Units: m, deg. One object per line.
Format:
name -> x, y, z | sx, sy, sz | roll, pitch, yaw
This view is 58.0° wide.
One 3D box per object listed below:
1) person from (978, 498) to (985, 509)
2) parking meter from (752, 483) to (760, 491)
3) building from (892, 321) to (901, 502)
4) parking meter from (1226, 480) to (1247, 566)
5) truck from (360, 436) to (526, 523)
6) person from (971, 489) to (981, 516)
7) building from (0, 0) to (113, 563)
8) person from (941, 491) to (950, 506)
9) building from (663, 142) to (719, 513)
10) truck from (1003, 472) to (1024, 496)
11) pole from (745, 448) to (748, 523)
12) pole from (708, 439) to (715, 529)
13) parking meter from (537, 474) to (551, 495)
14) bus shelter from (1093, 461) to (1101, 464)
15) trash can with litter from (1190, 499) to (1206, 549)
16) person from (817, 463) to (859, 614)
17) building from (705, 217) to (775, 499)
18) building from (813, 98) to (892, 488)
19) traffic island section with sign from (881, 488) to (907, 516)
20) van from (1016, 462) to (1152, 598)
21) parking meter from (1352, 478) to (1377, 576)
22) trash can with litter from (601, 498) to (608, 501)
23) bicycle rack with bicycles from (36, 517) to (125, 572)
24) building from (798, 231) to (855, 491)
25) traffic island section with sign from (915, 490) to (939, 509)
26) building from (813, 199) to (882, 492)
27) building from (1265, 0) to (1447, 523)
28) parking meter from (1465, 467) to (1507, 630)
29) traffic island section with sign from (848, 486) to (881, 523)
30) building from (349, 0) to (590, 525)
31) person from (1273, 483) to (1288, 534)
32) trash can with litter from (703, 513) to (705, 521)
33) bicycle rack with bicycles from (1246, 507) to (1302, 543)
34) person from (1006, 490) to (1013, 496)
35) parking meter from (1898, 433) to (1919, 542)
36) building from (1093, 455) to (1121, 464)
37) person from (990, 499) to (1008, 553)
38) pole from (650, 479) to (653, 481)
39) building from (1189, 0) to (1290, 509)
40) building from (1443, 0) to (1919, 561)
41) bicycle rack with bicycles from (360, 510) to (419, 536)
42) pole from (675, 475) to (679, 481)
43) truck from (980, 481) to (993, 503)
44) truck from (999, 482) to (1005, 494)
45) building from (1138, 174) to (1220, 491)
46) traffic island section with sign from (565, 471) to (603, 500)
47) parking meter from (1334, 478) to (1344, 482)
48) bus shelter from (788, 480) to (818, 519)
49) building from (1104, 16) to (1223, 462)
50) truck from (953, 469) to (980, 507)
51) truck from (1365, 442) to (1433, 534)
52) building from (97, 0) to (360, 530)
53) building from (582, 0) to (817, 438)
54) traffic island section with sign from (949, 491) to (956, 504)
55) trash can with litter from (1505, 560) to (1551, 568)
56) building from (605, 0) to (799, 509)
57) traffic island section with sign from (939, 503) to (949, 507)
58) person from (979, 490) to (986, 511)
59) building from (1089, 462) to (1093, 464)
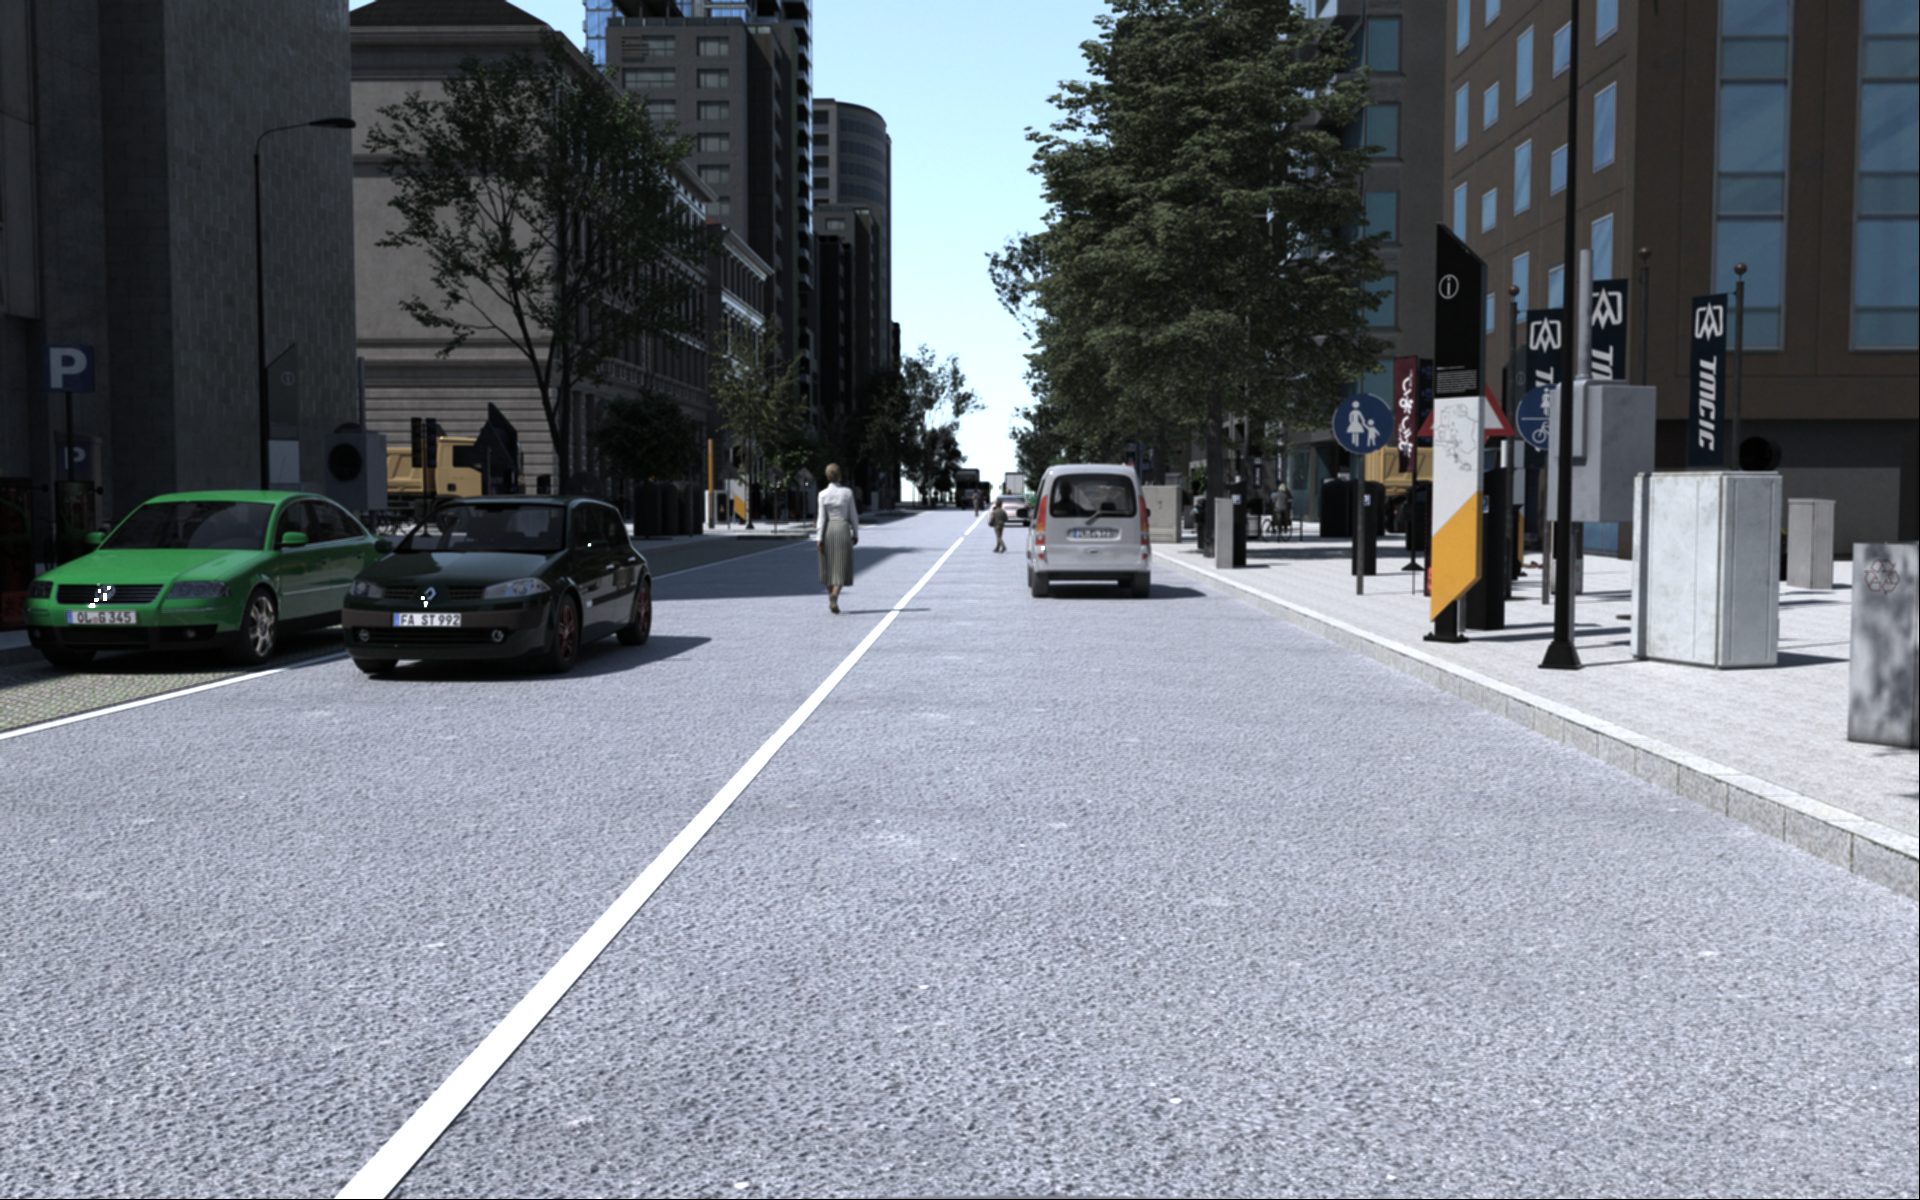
person -> 2.003, -9.553, 165.635 | 0.756, 1.711, 0.436 | 1, 4, 20
parking meter -> -10.472, -5.081, 88.787 | 0.399, 1.863, 0.255 | 3, 5, 44
building -> -16.986, -31.127, 280.620 | 14.160, 30.474, 14.107 | 0, 4, 1
parking meter -> 4.940, -1.382, 31.001 | 0.372, 1.533, 0.369 | 0, 3, 0
truck -> -19.003, -3.857, 58.979 | 9.791, 3.379, 3.469 | 0, 4, 2
person -> 1.042, -6.292, 111.738 | 0.716, 1.782, 0.532 | -3, 5, -40
building -> -22.959, -12.579, 23.694 | 12.078, 24.808, 19.932 | 0, 4, 1
person -> -1.849, -12.448, 212.112 | 1.350, 1.814, 0.705 | 2, 4, 31
building -> -21.115, -16.638, 100.903 | 11.050, 23.489, 19.941 | 0, 4, 1
truck -> 7.132, -14.637, 228.226 | 2.839, 4.237, 11.283 | 0, 4, 1
pole -> -9.591, -5.109, 77.379 | 0.158, 3.312, 0.155 | 0, 3, 0
pole -> -9.219, -4.303, 64.194 | 0.158, 3.312, 0.155 | 0, 3, 0
parking meter -> -12.104, -2.733, 50.400 | 0.255, 1.863, 0.399 | 1, 4, 21
bus shelter -> 7.382, -6.521, 100.546 | 2.014, 3.302, 5.546 | 0, 4, 2
trash can with litter -> 5.930, -1.765, 40.242 | 1.055, 1.170, 0.624 | -2, 4, -24
person -> -1.486, -0.733, 20.705 | 0.478, 1.798, 0.641 | 1, 4, 11
building -> -20.126, -17.447, 121.420 | 11.583, 22.565, 21.152 | 0, 4, 1
building -> -21.567, -43.817, 258.413 | 21.231, 58.520, 28.212 | 0, 4, 1
traffic island section with sign -> -4.472, -6.383, 112.989 | 1.989, 1.847, 2.006 | 0, 4, 1
van -> 1.837, -1.123, 25.366 | 2.013, 2.044, 4.112 | 0, 4, 1
parking meter -> 6.381, -1.156, 27.316 | 0.372, 1.533, 0.369 | 0, 3, 0
trash can with litter -> -9.342, -1.984, 43.825 | 1.055, 1.170, 0.624 | 1, 4, 20
bicycle rack with bicycles -> -13.045, -0.847, 27.235 | 2.852, 0.926, 2.925 | -2, 4, -32
building -> -19.196, -25.691, 191.751 | 14.160, 30.474, 14.107 | 0, 4, 1
traffic island section with sign -> -3.236, -9.430, 162.804 | 1.989, 1.847, 2.006 | 0, 4, 1
building -> -18.101, -33.835, 236.793 | 14.154, 41.232, 14.086 | 0, 4, 1
building -> 29.671, -28.169, 80.170 | 30.456, 49.044, 23.786 | 0, 4, 1
parking meter -> 4.986, -0.491, 16.442 | 0.372, 1.533, 0.369 | 0, 3, 0
traffic island section with sign -> -5.135, -4.735, 86.042 | 1.989, 1.847, 2.006 | 0, 4, 1
building -> -21.491, -15.420, 81.002 | 11.050, 23.489, 19.941 | 0, 4, 1
person -> 10.926, -3.085, 59.115 | 0.537, 1.800, 0.526 | 0, 4, -3
trash can with litter -> -11.783, -4.269, 81.182 | 1.055, 1.170, 0.624 | 3, 5, 42
bicycle rack with bicycles -> 7.866, -2.034, 46.631 | 2.852, 0.926, 2.925 | 2, 4, 31
person -> 4.492, -9.003, 155.704 | 1.348, 1.823, 0.705 | -2, 4, -27
parking meter -> 9.342, -0.677, 16.785 | 0.399, 1.863, 0.255 | 0, 4, -2
building -> 25.741, -34.282, 244.104 | 14.154, 41.232, 14.086 | 0, 4, 1
person -> 0.937, -1.796, 42.135 | 0.475, 1.303, 0.640 | -3, 4, -36
pole -> -11.700, -4.400, 65.784 | 0.158, 3.312, 0.155 | 0, 3, 0
building -> 27.515, -41.700, 120.049 | 20.563, 71.187, 20.611 | 0, 4, 1
building -> 19.685, -23.746, 38.365 | 14.600, 45.320, 14.200 | 0, 4, 1
bicycle rack with bicycles -> -18.178, -2.441, 53.292 | 2.925, 0.926, 2.852 | -1, 4, -19
pole -> -14.645, -5.862, 89.692 | 0.158, 3.312, 0.155 | 0, 3, 0
truck -> 3.353, -16.607, 267.449 | 3.469, 3.379, 9.791 | 0, 4, 2
truck -> 8.227, -17.498, 282.014 | 3.469, 3.379, 9.791 | 0, 3, 0
building -> 23.316, -23.529, 156.402 | 14.160, 30.474, 14.107 | 0, 4, 1
traffic island section with sign -> -6.522, -1.290, 29.724 | 1.989, 1.847, 2.006 | 0, 4, 1
parking meter -> 14.050, -3.571, 64.093 | 0.399, 1.863, 0.255 | -2, 4, -25
bus shelter -> -8.058, -5.995, 91.934 | 2.014, 3.302, 5.546 | 0, 4, 1
building -> 30.902, -36.777, 190.535 | 28.713, 52.752, 27.495 | 0, 4, 1
truck -> 0.836, -12.467, 192.753 | 2.839, 4.237, 11.283 | 0, 4, 2
truck -> 18.758, -3.831, 58.566 | 9.791, 3.379, 3.469 | 0, 4, 1
building -> -24.830, -11.421, 41.487 | 16.860, 20.320, 10.420 | 0, 4, 1
building -> -24.771, -52.293, 167.659 | 22.319, 86.520, 31.000 | 0, 4, 1
traffic island section with sign -> -1.205, -14.462, 245.074 | 1.989, 1.847, 2.006 | 0, 4, 1
trash can with litter -> 9.779, -1.168, 30.153 | 2.233, 1.210, 1.678 | 0, 4, -5
building -> -21.339, -28.284, 146.043 | 14.154, 41.232, 14.086 | 0, 4, 1
traffic island section with sign -> -2.559, -11.101, 190.121 | 1.989, 1.847, 2.006 | 0, 4, 1
person -> 1.990, -8.582, 149.266 | 0.568, 1.767, 0.683 | 1, 4, 15
building -> 26.314, -29.806, 259.034 | 14.160, 30.474, 14.107 | 0, 4, 1
